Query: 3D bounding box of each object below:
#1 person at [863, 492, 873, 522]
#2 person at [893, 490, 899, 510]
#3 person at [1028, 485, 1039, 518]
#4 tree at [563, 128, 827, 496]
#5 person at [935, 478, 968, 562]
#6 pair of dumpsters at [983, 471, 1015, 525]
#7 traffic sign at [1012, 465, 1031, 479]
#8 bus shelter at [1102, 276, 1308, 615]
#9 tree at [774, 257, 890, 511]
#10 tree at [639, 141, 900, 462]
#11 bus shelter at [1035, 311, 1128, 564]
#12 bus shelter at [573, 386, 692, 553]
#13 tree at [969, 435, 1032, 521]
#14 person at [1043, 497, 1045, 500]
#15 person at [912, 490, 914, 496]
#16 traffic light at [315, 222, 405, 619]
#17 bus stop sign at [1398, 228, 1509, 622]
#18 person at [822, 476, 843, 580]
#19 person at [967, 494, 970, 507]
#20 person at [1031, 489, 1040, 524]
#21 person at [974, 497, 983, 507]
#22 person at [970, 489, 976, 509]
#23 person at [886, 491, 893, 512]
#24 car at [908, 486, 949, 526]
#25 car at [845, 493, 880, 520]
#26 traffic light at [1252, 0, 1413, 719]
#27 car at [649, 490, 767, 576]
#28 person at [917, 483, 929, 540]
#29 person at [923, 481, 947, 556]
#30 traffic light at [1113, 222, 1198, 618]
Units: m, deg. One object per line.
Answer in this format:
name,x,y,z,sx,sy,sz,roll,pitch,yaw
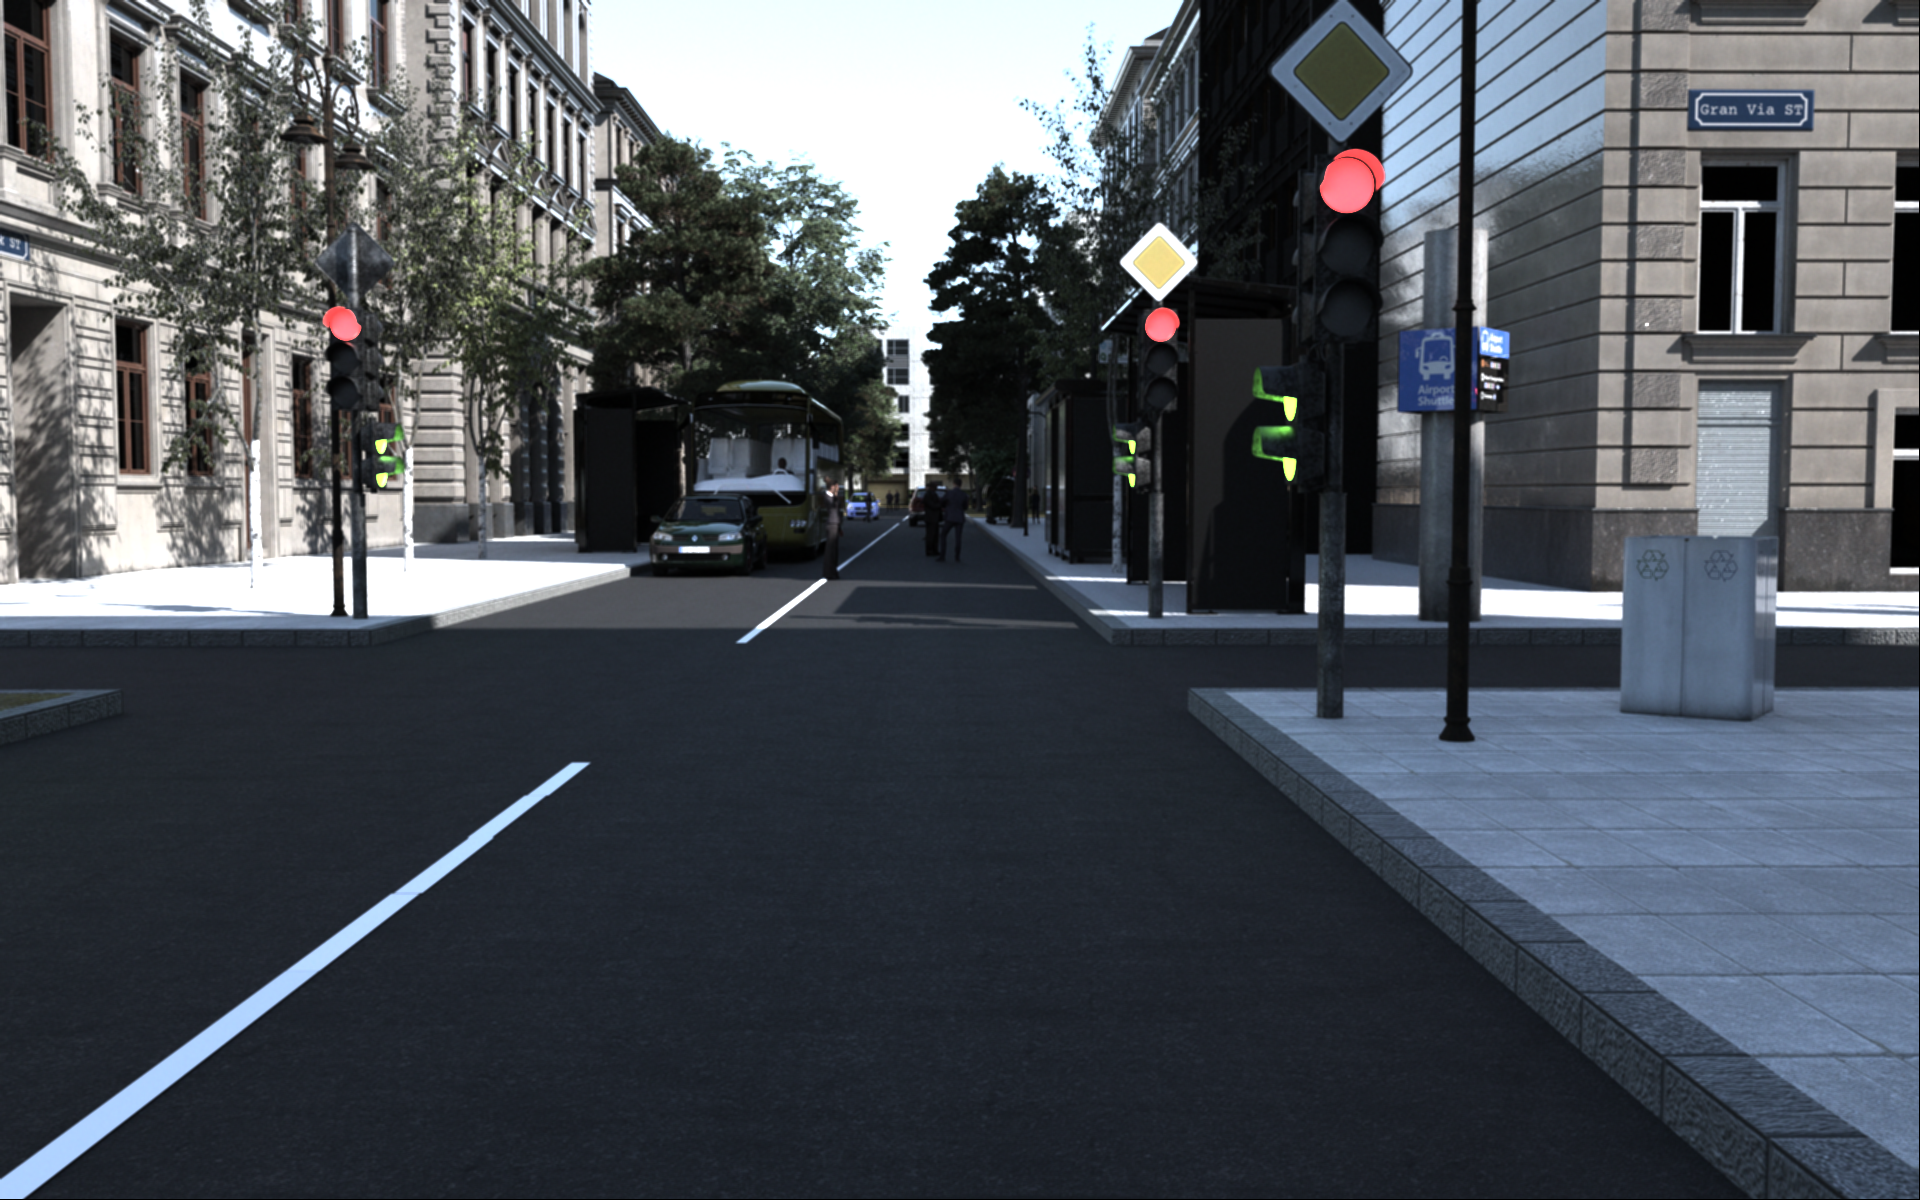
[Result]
person,-4.648,-4.687,87.341,0.471,1.553,0.569,1,4,21
person,-5.627,-8.718,151.482,0.568,1.767,0.683,2,4,25
person,3.941,-5.295,93.142,0.750,1.759,0.617,1,4,16
tree,-8.072,-7.924,51.606,6.751,12.117,7.091,0,3,0
person,-0.184,-1.709,36.890,0.683,1.767,0.568,-1,4,-14
pair of dumpsters,1.809,-4.393,74.312,1.574,2.255,4.436,0,4,-1
traffic sign,2.519,-4.355,71.317,0.768,2.556,0.104,0,4,5
bus shelter,2.900,-1.847,21.486,1.731,3.624,6.357,0,4,-1
tree,-7.533,-9.152,75.383,9.928,11.665,9.643,0,3,0
tree,-7.092,-9.616,63.875,9.857,13.997,8.962,0,3,0
bus shelter,2.730,-3.558,35.811,2.179,5.291,8.768,0,4,-1
bus shelter,-7.602,-3.027,40.769,1.731,3.624,6.357,0,4,-1
tree,2.007,-6.127,83.891,4.285,4.588,4.351,0,3,0
person,5.219,-5.916,103.449,0.721,1.739,1.217,-1,4,-17
person,-4.047,-8.695,150.595,0.705,1.831,1.348,-1,4,-17
traffic light,-6.154,-1.741,17.707,0.839,4.213,0.868,0,4,-1
bus stop sign,4.982,-1.743,17.515,0.837,3.901,0.837,3,4,37
person,-2.059,-1.201,28.943,0.445,1.727,0.742,-2,4,-27
person,0.694,-9.583,165.956,0.421,1.427,0.697,3,4,37
person,3.311,-4.068,75.102,0.480,1.512,0.613,-3,4,-36
person,1.481,-9.057,154.639,1.217,1.766,0.721,2,4,24
person,1.332,-8.766,150.162,1.217,1.735,0.721,3,5,44
person,-5.600,-7.827,137.388,0.541,1.710,0.530,0,4,6
car,-1.258,-4.274,78.550,2.281,1.827,5.304,0,4,0
car,-5.385,-5.304,96.315,1.945,1.707,3.694,0,4,-1
traffic light,2.108,-1.260,9.843,0.839,4.213,0.868,0,4,-1
car,-4.549,-1.336,31.633,2.009,1.686,4.222,0,4,0
person,-1.060,-2.798,54.698,0.568,1.767,0.683,0,4,4
person,-0.570,-1.906,40.344,0.600,1.739,0.565,0,4,-6
traffic light,2.006,-1.748,17.827,0.839,4.213,0.868,0,4,-1
